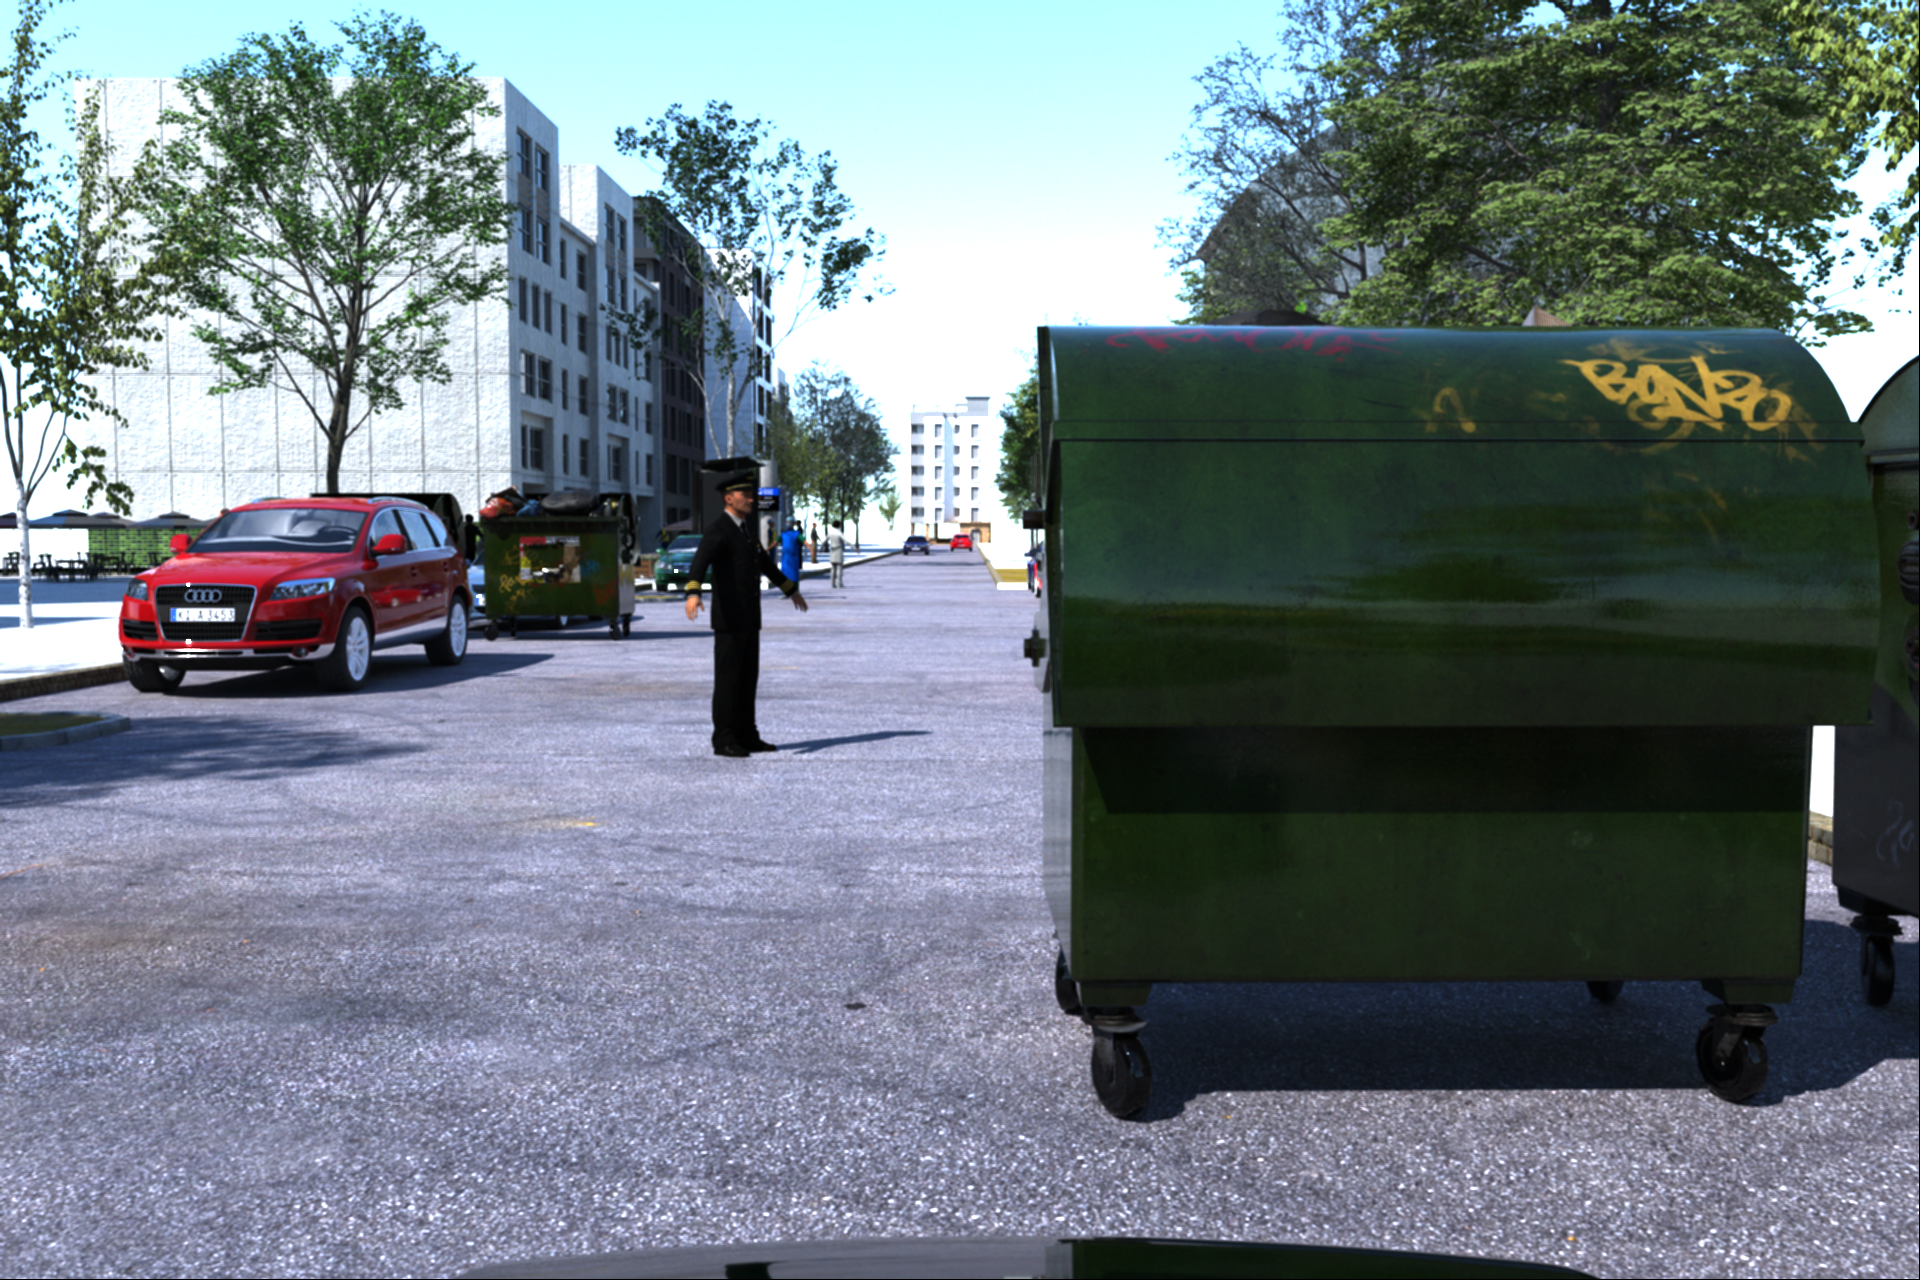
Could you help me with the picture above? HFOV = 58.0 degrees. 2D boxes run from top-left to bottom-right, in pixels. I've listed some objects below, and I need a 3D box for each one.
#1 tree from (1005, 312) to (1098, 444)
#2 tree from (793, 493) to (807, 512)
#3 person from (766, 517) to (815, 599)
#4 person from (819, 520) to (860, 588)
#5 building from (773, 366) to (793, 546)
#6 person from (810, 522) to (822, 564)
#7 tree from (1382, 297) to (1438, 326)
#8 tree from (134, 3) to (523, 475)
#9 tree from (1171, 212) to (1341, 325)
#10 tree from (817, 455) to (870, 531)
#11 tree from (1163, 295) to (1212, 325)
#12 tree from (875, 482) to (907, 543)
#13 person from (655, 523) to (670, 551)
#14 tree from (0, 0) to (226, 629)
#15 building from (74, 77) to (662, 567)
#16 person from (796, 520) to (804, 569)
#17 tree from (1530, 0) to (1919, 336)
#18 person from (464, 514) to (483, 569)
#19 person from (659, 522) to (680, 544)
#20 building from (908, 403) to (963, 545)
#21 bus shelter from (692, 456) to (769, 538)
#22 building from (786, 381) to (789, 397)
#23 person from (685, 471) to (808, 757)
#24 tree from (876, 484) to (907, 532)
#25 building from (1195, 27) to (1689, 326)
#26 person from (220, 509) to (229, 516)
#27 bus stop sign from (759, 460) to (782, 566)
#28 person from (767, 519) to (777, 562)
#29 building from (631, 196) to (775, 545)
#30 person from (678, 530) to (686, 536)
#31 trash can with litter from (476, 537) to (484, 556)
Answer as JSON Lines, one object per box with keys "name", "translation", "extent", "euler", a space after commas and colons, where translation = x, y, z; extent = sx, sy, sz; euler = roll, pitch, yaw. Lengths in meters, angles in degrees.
{"name": "tree", "translation": [3.654, -6.599, 58.250], "extent": [4.737, 8.622, 4.395], "euler": [0, 3, 0]}
{"name": "tree", "translation": [-24.773, -19.388, 242.753], "extent": [9.928, 11.665, 9.643], "euler": [0, 3, 0]}
{"name": "person", "translation": [-3.759, -1.815, 38.256], "extent": [1.347, 1.817, 0.704], "euler": [2, 4, 25]}
{"name": "person", "translation": [-3.264, -2.294, 46.145], "extent": [1.347, 1.806, 0.705], "euler": [2, 4, 35]}
{"name": "building", "translation": [-27.465, -19.302, 182.049], "extent": [16.747, 18.905, 31.486], "euler": [0, 3, 0]}
{"name": "person", "translation": [-6.249, -4.184, 74.682], "extent": [0.705, 1.796, 1.348], "euler": [1, 4, 13]}
{"name": "tree", "translation": [13.601, -6.254, 52.612], "extent": [4.737, 8.622, 4.395], "euler": [0, 3, 0]}
{"name": "tree", "translation": [-12.378, -6.641, 34.333], "extent": [9.928, 11.665, 9.643], "euler": [0, 3, 0]}
{"name": "tree", "translation": [10.640, -8.809, 62.156], "extent": [7.486, 12.596, 7.792], "euler": [0, 3, 0]}
{"name": "tree", "translation": [-15.877, -19.529, 237.419], "extent": [7.486, 12.596, 7.792], "euler": [0, 3, 0]}
{"name": "tree", "translation": [7.924, -6.287, 53.154], "extent": [4.360, 8.622, 3.978], "euler": [0, 3, 0]}
{"name": "tree", "translation": [-9.475, -17.474, 236.066], "extent": [4.737, 8.622, 4.395], "euler": [0, 3, 0]}
{"name": "person", "translation": [-14.130, -4.716, 83.082], "extent": [0.705, 1.833, 1.349], "euler": [3, 5, 43]}
{"name": "tree", "translation": [-12.450, -4.457, 23.228], "extent": [4.737, 8.622, 4.395], "euler": [0, 3, 0]}
{"name": "building", "translation": [-25.676, -13.256, 83.190], "extent": [16.747, 18.905, 31.486], "euler": [0, 4, 1]}
{"name": "person", "translation": [-5.867, -3.467, 62.914], "extent": [0.704, 1.802, 1.346], "euler": [0, 4, 4]}
{"name": "tree", "translation": [24.469, -12.183, 55.083], "extent": [12.611, 20.169, 13.585], "euler": [0, 3, 0]}
{"name": "person", "translation": [-13.029, -2.431, 45.935], "extent": [0.705, 1.806, 1.347], "euler": [2, 4, 33]}
{"name": "person", "translation": [-12.578, -4.280, 76.112], "extent": [1.348, 1.813, 0.705], "euler": [-2, 4, -30]}
{"name": "building", "translation": [-6.851, -23.415, 241.709], "extent": [11.380, 20.090, 16.016], "euler": [1, 4, 10]}
{"name": "bus shelter", "translation": [-7.246, -3.912, 55.249], "extent": [1.731, 3.624, 6.357], "euler": [0, 4, 0]}
{"name": "building", "translation": [-26.193, -21.168, 202.518], "extent": [16.016, 20.090, 11.380], "euler": [0, 4, 1]}
{"name": "person", "translation": [-1.430, -0.177, 11.287], "extent": [0.705, 1.837, 1.347], "euler": [2, 4, 26]}
{"name": "tree", "translation": [-9.200, -17.919, 243.335], "extent": [4.360, 8.622, 3.978], "euler": [0, 3, 0]}
{"name": "building", "translation": [22.253, -15.477, 83.985], "extent": [19.493, 23.208, 18.063], "euler": [0, 4, 1]}
{"name": "person", "translation": [-13.972, -1.595, 32.646], "extent": [0.750, 1.759, 0.617], "euler": [0, 4, 3]}
{"name": "bus stop sign", "translation": [-6.822, -4.454, 61.846], "extent": [0.837, 3.901, 0.837], "euler": [0, 4, 2]}
{"name": "person", "translation": [-5.946, -2.999, 55.500], "extent": [0.721, 1.772, 1.216], "euler": [0, 4, -1]}
{"name": "building", "translation": [-28.735, -16.969, 121.423], "extent": [27.936, 21.610, 32.646], "euler": [0, 4, 1]}
{"name": "person", "translation": [-10.314, -3.491, 63.805], "extent": [0.721, 1.740, 1.216], "euler": [0, 4, -1]}
{"name": "trash can with litter", "translation": [-10.179, -1.632, 37.738], "extent": [1.678, 1.210, 2.233], "euler": [0, 4, 0]}
